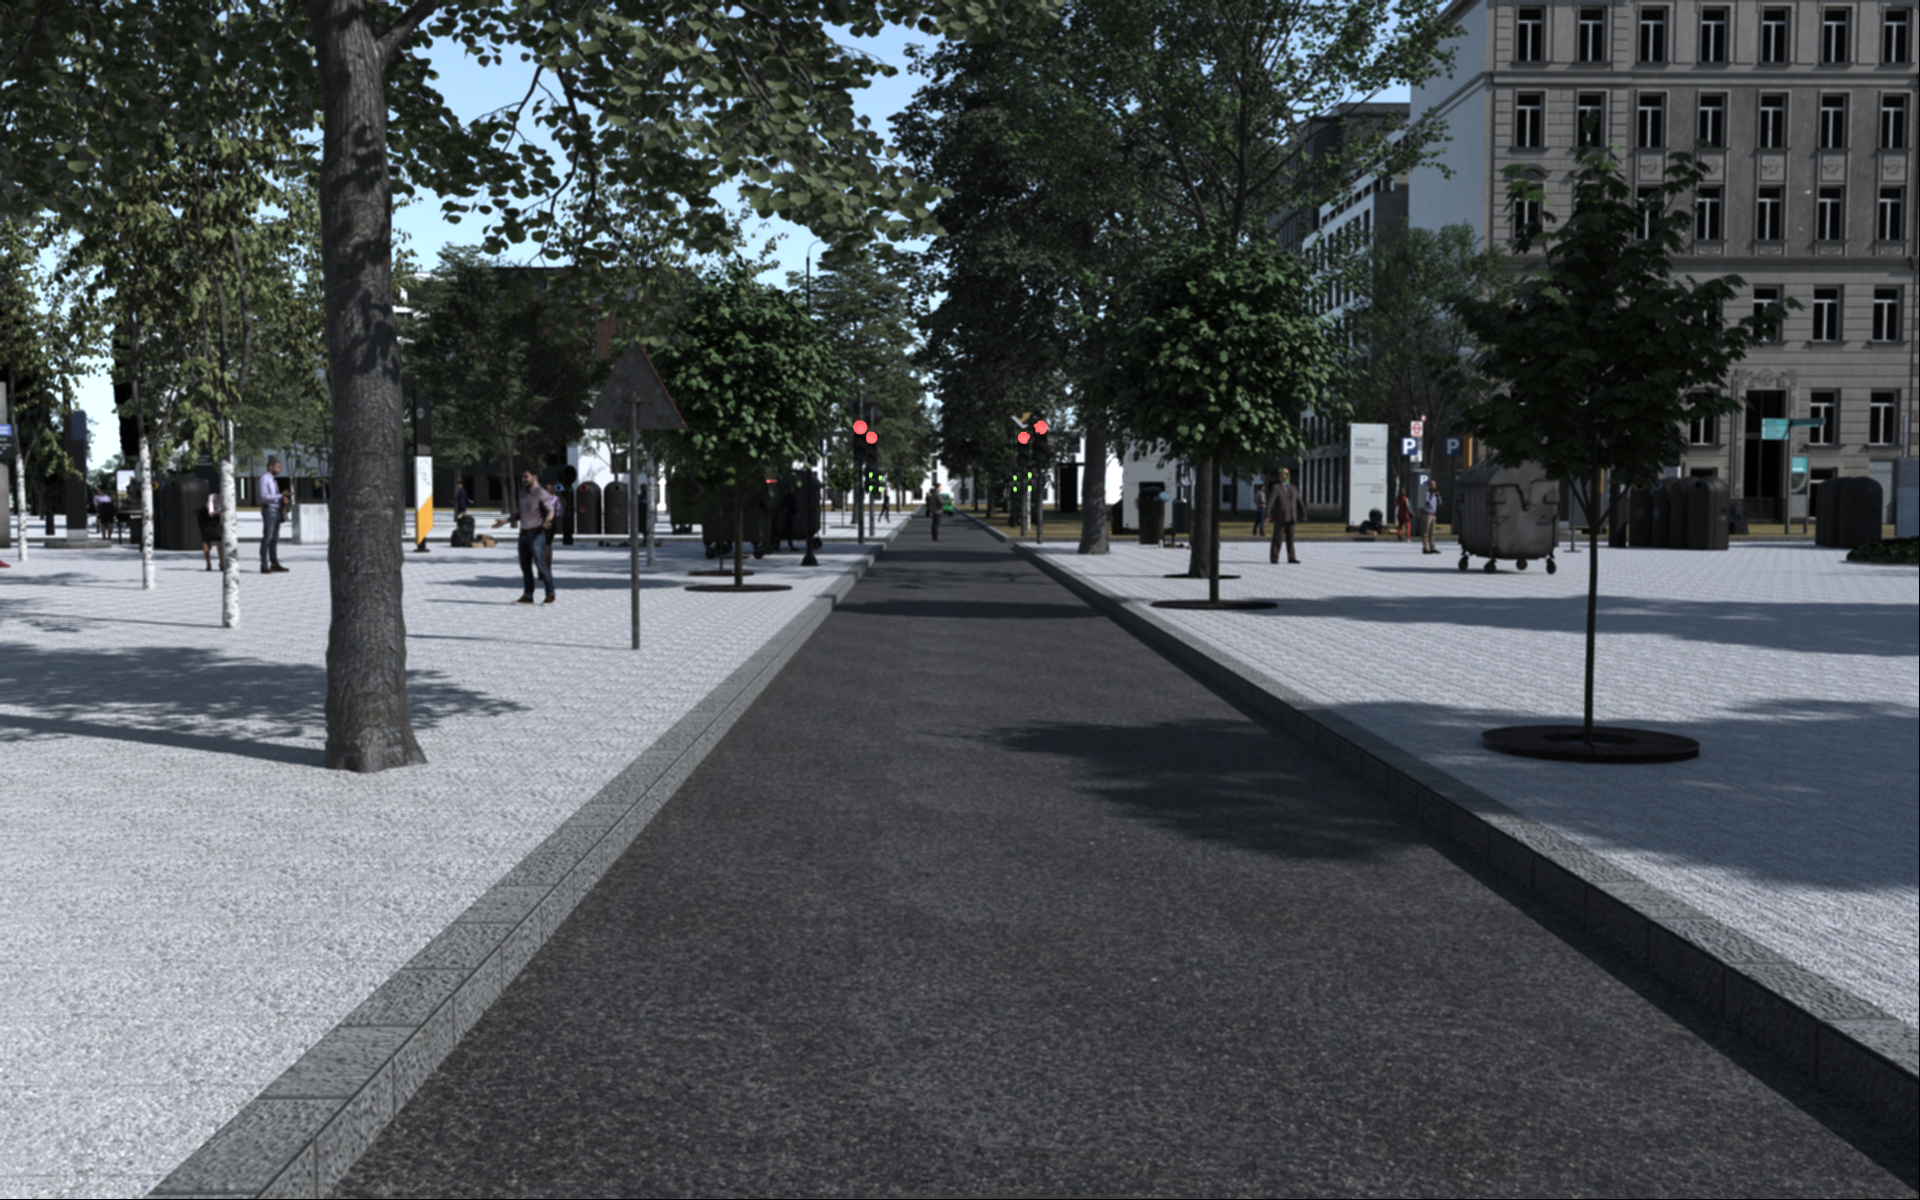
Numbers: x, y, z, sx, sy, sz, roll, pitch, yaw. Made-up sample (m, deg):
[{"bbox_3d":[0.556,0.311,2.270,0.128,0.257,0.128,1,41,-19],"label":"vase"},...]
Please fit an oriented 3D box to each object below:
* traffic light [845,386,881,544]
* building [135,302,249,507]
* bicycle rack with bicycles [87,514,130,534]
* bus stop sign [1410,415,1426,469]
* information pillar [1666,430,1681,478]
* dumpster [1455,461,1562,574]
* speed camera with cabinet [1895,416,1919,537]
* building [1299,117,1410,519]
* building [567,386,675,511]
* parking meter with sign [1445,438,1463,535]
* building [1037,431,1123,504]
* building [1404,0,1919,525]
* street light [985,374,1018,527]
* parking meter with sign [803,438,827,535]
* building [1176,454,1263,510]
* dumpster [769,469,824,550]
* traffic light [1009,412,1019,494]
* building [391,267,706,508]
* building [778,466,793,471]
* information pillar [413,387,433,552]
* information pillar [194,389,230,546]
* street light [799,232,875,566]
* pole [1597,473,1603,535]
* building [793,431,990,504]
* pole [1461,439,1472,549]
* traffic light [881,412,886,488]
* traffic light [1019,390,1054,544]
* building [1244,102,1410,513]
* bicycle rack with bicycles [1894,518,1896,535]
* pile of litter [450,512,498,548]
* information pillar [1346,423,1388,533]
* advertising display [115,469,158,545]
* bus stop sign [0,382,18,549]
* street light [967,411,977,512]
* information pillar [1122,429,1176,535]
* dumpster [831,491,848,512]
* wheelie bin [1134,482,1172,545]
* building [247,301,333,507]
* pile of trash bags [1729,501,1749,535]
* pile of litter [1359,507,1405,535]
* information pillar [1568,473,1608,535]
[{"bbox_3d":[-2.527,-3.377,44.464,0.839,4.213,0.868,0,4,-1],"label":"traffic light"},{"bbox_3d":[-74.822,-19.573,176.431,11.380,20.091,16.016,0,4,-1],"label":"building"},{"bbox_3d":[-27.386,-2.688,57.336,2.925,0.926,2.852,-2,4,-26],"label":"bicycle rack with bicycles"},{"bbox_3d":[15.352,-4.240,58.019,0.855,3.939,0.416,-3,4,-38],"label":"bus stop sign"},{"bbox_3d":[21.498,-3.726,52.268,0.183,3.616,0.504,-2,4,-26],"label":"information pillar"},{"bbox_3d":[8.995,-1.386,28.415,1.264,1.857,1.865,0,4,-1],"label":"dumpster"},{"bbox_3d":[23.650,-2.981,43.072,0.660,3.252,2.038,2,4,29],"label":"speed camera with cabinet"},{"bbox_3d":[25.803,-14.734,95.656,10.420,20.320,16.860,0,4,-1],"label":"building"},{"bbox_3d":[-27.792,-12.215,141.870,9.099,9.664,28.070,0,4,-1],"label":"building"},{"bbox_3d":[15.809,-3.545,54.214,0.543,3.016,1.738,3,5,42],"label":"parking meter with sign"},{"bbox_3d":[19.947,-17.909,234.951,28.070,9.664,9.099,0,4,-1],"label":"building"},{"bbox_3d":[33.671,-17.148,77.641,25.104,27.353,12.463,0,4,-1],"label":"building"},{"bbox_3d":[1.535,-5.748,66.515,1.470,5.913,1.316,0,4,-1],"label":"street light"},{"bbox_3d":[-5.100,-3.568,54.603,1.738,3.016,0.543,1,4,9],"label":"parking meter with sign"},{"bbox_3d":[24.511,-14.033,171.580,9.099,9.664,28.070,0,4,-1],"label":"building"},{"bbox_3d":[-3.867,-2.124,40.482,1.264,1.857,1.865,0,4,-1],"label":"dumpster"},{"bbox_3d":[1.906,-3.871,52.537,0.839,4.213,0.868,0,4,-1],"label":"traffic light"},{"bbox_3d":[-40.961,-19.932,169.856,32.646,21.610,27.936,0,4,-1],"label":"building"},{"bbox_3d":[-38.709,-22.749,238.404,31.486,18.905,16.747,0,4,-1],"label":"building"},{"bbox_3d":[-11.854,-2.866,38.212,0.183,3.616,0.504,2,4,25],"label":"information pillar"},{"bbox_3d":[-18.557,-3.282,43.039,0.750,3.857,0.750,0,4,7],"label":"information pillar"},{"bbox_3d":[-2.150,-3.564,30.817,1.470,5.913,1.316,0,4,-1],"label":"street light"},{"bbox_3d":[20.176,-3.717,54.610,0.158,3.312,0.155,0,3,0],"label":"pole"},{"bbox_3d":[-8.421,-17.918,235.107,28.070,9.664,9.099,0,4,-1],"label":"building"},{"bbox_3d":[11.854,-2.853,40.487,0.158,3.312,0.155,0,3,0],"label":"pole"},{"bbox_3d":[-2.654,-3.866,52.448,0.839,4.213,0.868,0,4,-1],"label":"traffic light"},{"bbox_3d":[2.033,-3.383,44.552,0.839,4.213,0.868,0,4,-1],"label":"traffic light"},{"bbox_3d":[28.152,-19.716,115.867,14.314,27.812,24.014,0,4,-1],"label":"building"},{"bbox_3d":[30.246,-2.446,53.375,2.852,0.926,2.925,-1,4,-11],"label":"bicycle rack with bicycles"},{"bbox_3d":[-11.767,-1.723,42.142,1.176,0.858,1.719,1,4,17],"label":"pile of litter"},{"bbox_3d":[13.603,-4.071,57.876,1.656,3.620,0.184,-2,4,-29],"label":"information pillar"},{"bbox_3d":[-20.802,-2.360,43.800,0.974,1.923,0.123,-1,4,-17],"label":"advertising display"},{"bbox_3d":[-22.737,-3.164,40.740,0.837,3.901,0.837,3,5,42],"label":"bus stop sign"},{"bbox_3d":[1.045,-7.610,96.972,1.470,5.913,1.316,0,4,-1],"label":"street light"},{"bbox_3d":[5.879,-3.819,53.755,1.656,3.620,0.184,0,4,6],"label":"information pillar"},{"bbox_3d":[-8.832,-7.403,126.803,1.264,1.857,1.865,0,4,-1],"label":"dumpster"},{"bbox_3d":[4.903,-2.212,44.081,0.980,1.594,0.693,1,4,13],"label":"wheelie bin"},{"bbox_3d":[-63.437,-19.557,176.171,11.380,20.091,16.016,0,4,-1],"label":"building"},{"bbox_3d":[23.123,-2.767,55.001,3.447,1.369,1.912,-1,4,-13],"label":"pile of trash bags"},{"bbox_3d":[13.431,-2.516,55.100,1.719,0.858,1.176,-1,4,-14],"label":"pile of litter"},{"bbox_3d":[19.981,-3.926,55.511,0.184,3.620,1.656,-3,5,-39],"label":"information pillar"}]
